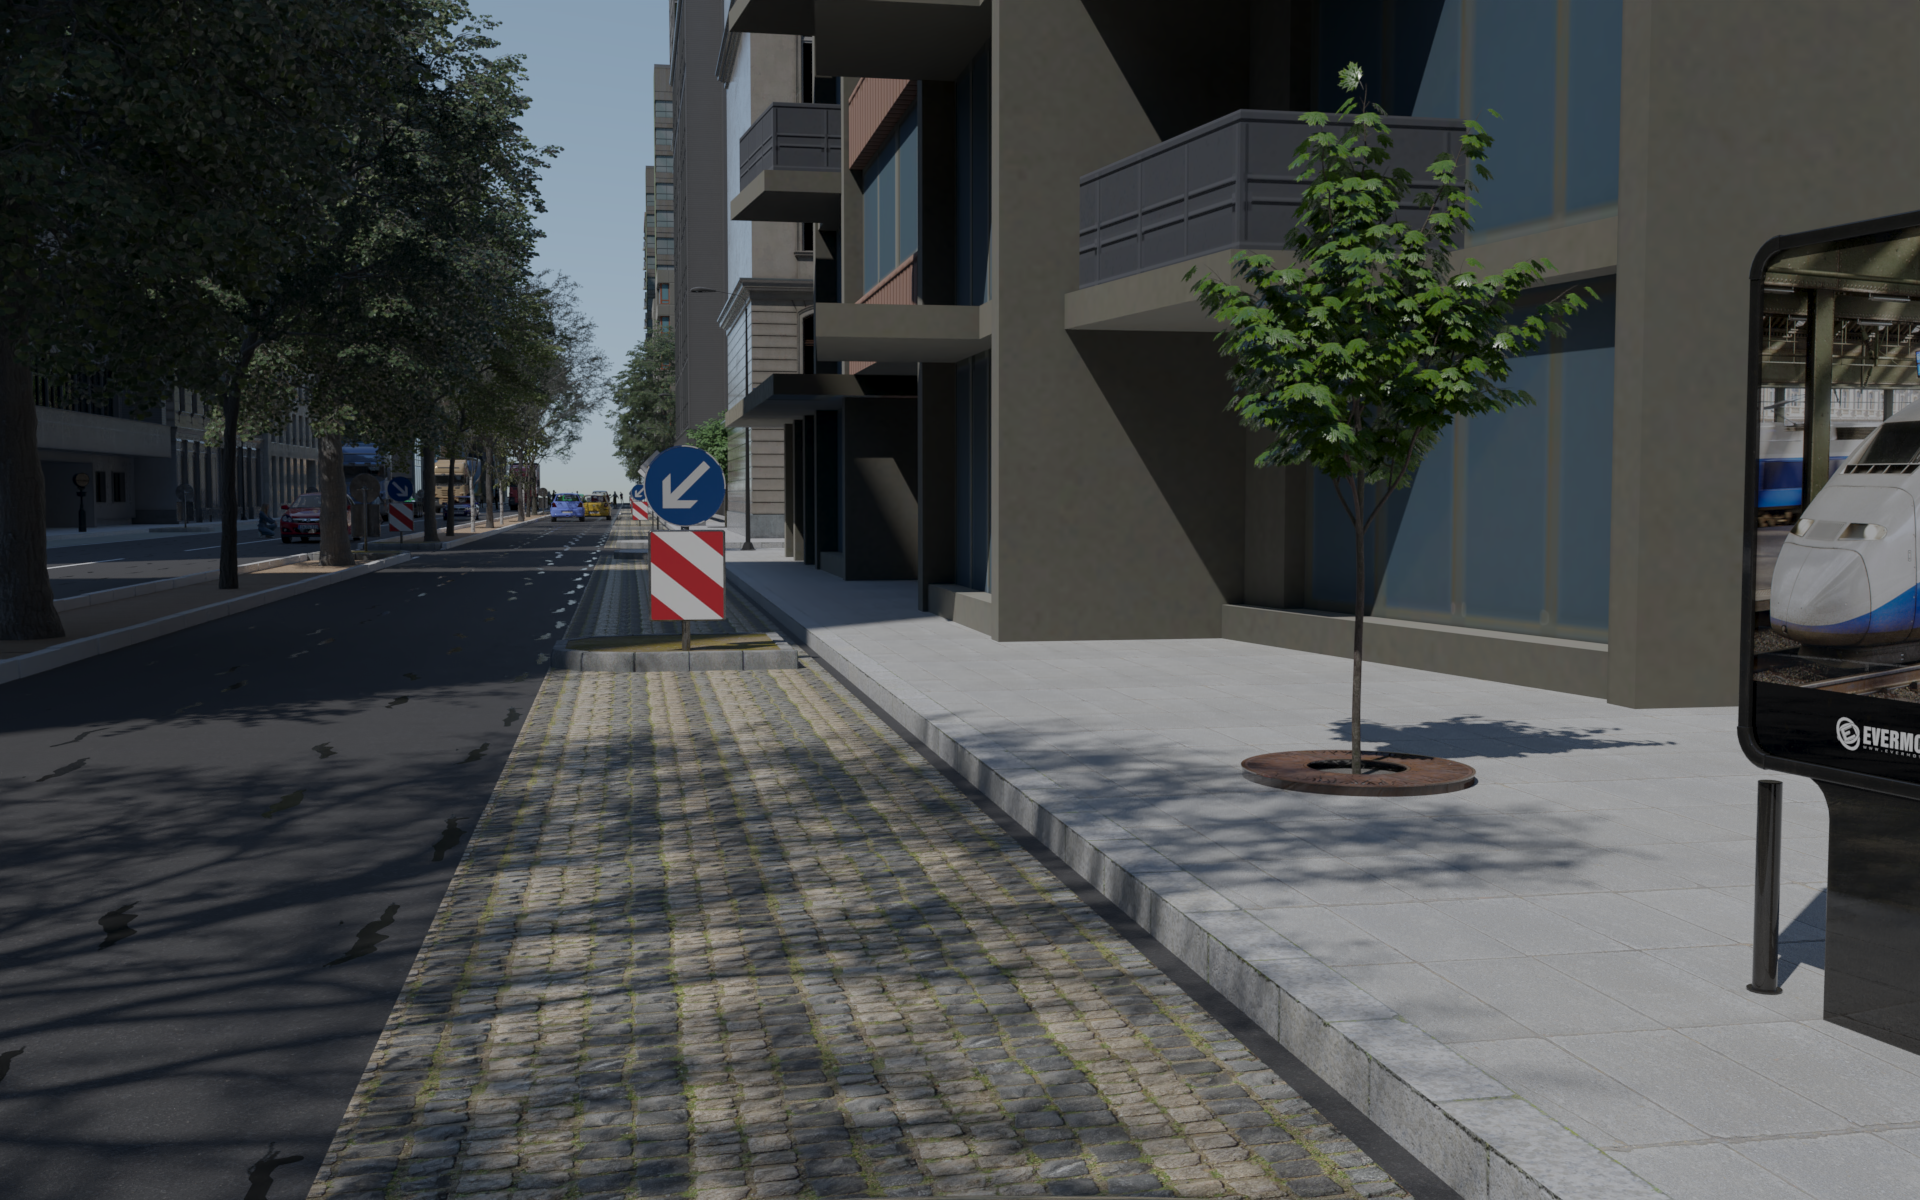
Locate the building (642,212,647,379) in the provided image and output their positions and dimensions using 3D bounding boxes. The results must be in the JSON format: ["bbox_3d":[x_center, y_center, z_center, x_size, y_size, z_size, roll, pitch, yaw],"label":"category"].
[{"bbox_3d":[-36.997,-37.300,264.472,22.147,44.769,28.867,-1,4,-11],"label":"building"}]

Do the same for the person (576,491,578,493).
[{"bbox_3d":[-35.600,-9.281,160.958,1.217,1.735,0.721,0,4,8],"label":"person"}]

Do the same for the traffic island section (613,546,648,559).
[{"bbox_3d":[-6.799,-1.031,39.141,2.009,0.180,2.903,-1,4,-11],"label":"traffic island section"}]

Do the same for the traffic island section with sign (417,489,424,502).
[{"bbox_3d":[-43.756,-8.085,140.815,1.989,1.847,2.006,-1,4,-11],"label":"traffic island section with sign"}]

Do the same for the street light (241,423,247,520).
[{"bbox_3d":[-34.338,-6.833,84.266,1.470,5.913,1.316,-1,4,-11],"label":"street light"}]

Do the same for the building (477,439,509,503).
[{"bbox_3d":[-81.511,-25.010,253.945,27.650,21.520,28.899,-1,4,-11],"label":"building"}]

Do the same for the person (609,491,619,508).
[{"bbox_3d":[-34.713,-10.072,173.909,0.721,1.736,1.217,3,4,39],"label":"person"}]

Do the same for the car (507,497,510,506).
[{"bbox_3d":[-53.397,-12.209,208.653,2.155,1.783,4.494,-1,4,-11],"label":"car"}]

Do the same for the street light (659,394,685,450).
[{"bbox_3d":[-13.198,-6.588,80.263,1.470,5.913,1.316,-1,4,-11],"label":"street light"}]

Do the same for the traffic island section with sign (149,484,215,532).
[{"bbox_3d":[-29.284,-3.465,65.286,1.989,1.847,2.006,-1,4,-11],"label":"traffic island section with sign"}]

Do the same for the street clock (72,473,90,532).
[{"bbox_3d":[-29.592,-3.289,58.350,0.358,2.002,0.471,3,4,37],"label":"street clock"}]

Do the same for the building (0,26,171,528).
[{"bbox_3d":[-37.160,-14.507,56.250,14.314,24.678,30.058,-1,4,-11],"label":"building"}]

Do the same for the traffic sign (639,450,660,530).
[{"bbox_3d":[-6.821,-2.166,39.059,0.795,2.450,0.064,-1,4,-11],"label":"traffic sign"}]

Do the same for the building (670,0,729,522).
[{"bbox_3d":[-7.000,-17.959,87.143,14.314,27.812,24.014,-1,4,-11],"label":"building"}]

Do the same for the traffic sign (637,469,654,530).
[{"bbox_3d":[-8.324,-2.646,46.902,0.795,2.450,0.064,-1,4,-11],"label":"traffic sign"}]

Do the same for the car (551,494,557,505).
[{"bbox_3d":[-51.933,-13.099,223.754,1.945,1.707,3.694,-1,4,-11],"label":"car"}]

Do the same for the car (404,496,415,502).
[{"bbox_3d":[-40.867,-7.212,126.704,1.959,1.807,4.718,-1,4,-13],"label":"car"}]

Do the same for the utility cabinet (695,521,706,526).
[{"bbox_3d":[-10.693,-3.578,69.658,0.306,1.237,1.020,3,5,42],"label":"utility cabinet"}]

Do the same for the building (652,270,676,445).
[{"bbox_3d":[-12.424,-18.675,150.368,27.650,21.520,28.899,-1,4,-11],"label":"building"}]

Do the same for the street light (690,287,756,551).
[{"bbox_3d":[-5.353,-4.072,39.122,1.470,5.913,1.316,-1,4,-11],"label":"street light"}]

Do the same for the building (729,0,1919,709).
[{"bbox_3d":[8.216,-22.567,23.593,22.147,44.769,28.867,-1,4,-11],"label":"building"}]

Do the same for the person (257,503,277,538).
[{"bbox_3d":[-22.591,-2.611,56.688,0.738,1.151,1.012,0,4,-7],"label":"person"}]

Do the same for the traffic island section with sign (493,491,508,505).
[{"bbox_3d":[-59.452,-13.095,222.731,1.989,1.847,2.006,-1,4,-11],"label":"traffic island section with sign"}]

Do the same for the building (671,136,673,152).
[{"bbox_3d":[-10.985,-19.764,110.529,14.401,28.519,23.554,-1,4,-11],"label":"building"}]

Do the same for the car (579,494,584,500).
[{"bbox_3d":[-25.227,-6.390,113.271,1.959,1.807,4.718,-1,4,-10],"label":"car"}]

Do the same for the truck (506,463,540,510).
[{"bbox_3d":[-39.363,-10.256,156.604,2.839,4.237,11.283,-1,4,-12],"label":"truck"}]

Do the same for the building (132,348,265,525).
[{"bbox_3d":[-39.314,-14.150,80.505,9.793,20.994,18.267,-1,4,-11],"label":"building"}]

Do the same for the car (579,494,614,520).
[{"bbox_3d":[-20.261,-5.257,96.179,2.015,1.641,3.980,-1,4,-10],"label":"car"}]

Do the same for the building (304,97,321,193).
[{"bbox_3d":[-59.916,-26.537,125.759,32.217,40.220,23.993,-1,4,-11],"label":"building"}]

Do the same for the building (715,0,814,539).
[{"bbox_3d":[9.625,-14.574,57.362,34.723,24.649,14.460,-1,4,-11],"label":"building"}]

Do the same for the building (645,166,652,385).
[{"bbox_3d":[-32.511,-32.761,219.229,14.154,41.232,14.086,-1,4,-11],"label":"building"}]

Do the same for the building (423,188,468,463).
[{"bbox_3d":[-66.156,-33.915,204.614,14.600,45.320,14.200,-1,4,-11],"label":"building"}]

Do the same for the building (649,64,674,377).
[{"bbox_3d":[-22.722,-29.728,169.641,14.154,41.232,14.086,-1,4,-11],"label":"building"}]

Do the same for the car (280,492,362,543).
[{"bbox_3d":[-19.227,-2.639,52.184,2.155,1.783,4.494,-1,4,-10],"label":"car"}]

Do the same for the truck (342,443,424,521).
[{"bbox_3d":[-32.257,-6.544,96.759,2.967,4.110,18.799,-1,4,-11],"label":"truck"}]

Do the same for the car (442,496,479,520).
[{"bbox_3d":[-27.530,-5.077,95.584,1.945,1.354,3.894,-1,4,-12],"label":"car"}]

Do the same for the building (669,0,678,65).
[{"bbox_3d":[-22.770,-45.755,186.347,20.563,71.187,20.611,-1,4,-11],"label":"building"}]

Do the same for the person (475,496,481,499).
[{"bbox_3d":[-46.570,-9.665,166.604,1.350,1.814,0.705,3,5,39],"label":"person"}]

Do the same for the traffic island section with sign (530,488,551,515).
[{"bbox_3d":[-28.737,-6.795,119.238,2.006,1.907,1.989,-1,4,-11],"label":"traffic island section with sign"}]

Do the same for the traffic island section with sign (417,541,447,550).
[{"bbox_3d":[-14.583,-2.282,45.440,2.006,1.907,1.989,-1,4,-11],"label":"traffic island section with sign"}]

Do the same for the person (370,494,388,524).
[{"bbox_3d":[-27.250,-4.476,81.907,1.509,1.804,0.699,-2,4,-24],"label":"person"}]

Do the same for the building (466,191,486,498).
[{"bbox_3d":[-73.724,-34.899,225.218,22.147,44.769,28.867,-1,4,-11],"label":"building"}]

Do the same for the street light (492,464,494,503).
[{"bbox_3d":[-64.388,-16.410,240.845,1.470,5.913,1.316,-1,4,-11],"label":"street light"}]

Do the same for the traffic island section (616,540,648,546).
[{"bbox_3d":[-8.303,-1.511,46.984,2.009,0.180,2.903,-1,4,-11],"label":"traffic island section"}]

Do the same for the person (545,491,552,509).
[{"bbox_3d":[-39.224,-9.548,165.343,1.217,1.736,0.721,-1,4,-12],"label":"person"}]

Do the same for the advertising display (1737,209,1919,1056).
[{"bbox_3d":[2.207,0.074,4.010,0.123,1.923,0.974,-1,4,-17],"label":"advertising display"}]

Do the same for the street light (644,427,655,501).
[{"bbox_3d":[-21.171,-9.075,120.923,1.470,5.913,1.316,-1,4,-11],"label":"street light"}]

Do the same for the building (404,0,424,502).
[{"bbox_3d":[-63.100,-52.240,166.799,22.319,86.520,31.000,-1,4,-11],"label":"building"}]

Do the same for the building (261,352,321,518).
[{"bbox_3d":[-42.946,-14.858,97.681,10.420,20.320,16.860,-1,4,-11],"label":"building"}]

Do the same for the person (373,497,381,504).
[{"bbox_3d":[-27.210,-4.302,80.651,0.330,1.601,0.589,1,4,16],"label":"person"}]

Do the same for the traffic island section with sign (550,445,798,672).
[{"bbox_3d":[-2.476,-0.378,14.814,1.989,1.847,2.006,-1,4,-11],"label":"traffic island section with sign"}]

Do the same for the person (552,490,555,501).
[{"bbox_3d":[-37.050,-9.150,158.126,0.705,1.821,1.348,0,3,0],"label":"person"}]

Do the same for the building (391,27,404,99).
[{"bbox_3d":[-54.747,-30.357,146.451,14.600,45.320,14.200,-1,4,-11],"label":"building"}]

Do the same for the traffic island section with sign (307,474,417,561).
[{"bbox_3d":[-13.198,-1.836,38.163,2.006,1.907,1.989,-1,4,-11],"label":"traffic island section with sign"}]

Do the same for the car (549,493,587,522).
[{"bbox_3d":[-20.349,-4.912,89.900,1.945,1.707,3.694,-1,4,-12],"label":"car"}]

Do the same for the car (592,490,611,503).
[{"bbox_3d":[-37.270,-10.439,179.343,2.281,1.827,5.304,-1,4,-12],"label":"car"}]

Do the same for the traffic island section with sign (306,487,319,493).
[{"bbox_3d":[-34.386,-5.094,91.909,1.989,1.847,2.006,-1,4,-11],"label":"traffic island section with sign"}]

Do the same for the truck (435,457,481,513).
[{"bbox_3d":[-38.779,-8.843,133.488,2.839,4.237,11.283,-1,4,-9],"label":"truck"}]
